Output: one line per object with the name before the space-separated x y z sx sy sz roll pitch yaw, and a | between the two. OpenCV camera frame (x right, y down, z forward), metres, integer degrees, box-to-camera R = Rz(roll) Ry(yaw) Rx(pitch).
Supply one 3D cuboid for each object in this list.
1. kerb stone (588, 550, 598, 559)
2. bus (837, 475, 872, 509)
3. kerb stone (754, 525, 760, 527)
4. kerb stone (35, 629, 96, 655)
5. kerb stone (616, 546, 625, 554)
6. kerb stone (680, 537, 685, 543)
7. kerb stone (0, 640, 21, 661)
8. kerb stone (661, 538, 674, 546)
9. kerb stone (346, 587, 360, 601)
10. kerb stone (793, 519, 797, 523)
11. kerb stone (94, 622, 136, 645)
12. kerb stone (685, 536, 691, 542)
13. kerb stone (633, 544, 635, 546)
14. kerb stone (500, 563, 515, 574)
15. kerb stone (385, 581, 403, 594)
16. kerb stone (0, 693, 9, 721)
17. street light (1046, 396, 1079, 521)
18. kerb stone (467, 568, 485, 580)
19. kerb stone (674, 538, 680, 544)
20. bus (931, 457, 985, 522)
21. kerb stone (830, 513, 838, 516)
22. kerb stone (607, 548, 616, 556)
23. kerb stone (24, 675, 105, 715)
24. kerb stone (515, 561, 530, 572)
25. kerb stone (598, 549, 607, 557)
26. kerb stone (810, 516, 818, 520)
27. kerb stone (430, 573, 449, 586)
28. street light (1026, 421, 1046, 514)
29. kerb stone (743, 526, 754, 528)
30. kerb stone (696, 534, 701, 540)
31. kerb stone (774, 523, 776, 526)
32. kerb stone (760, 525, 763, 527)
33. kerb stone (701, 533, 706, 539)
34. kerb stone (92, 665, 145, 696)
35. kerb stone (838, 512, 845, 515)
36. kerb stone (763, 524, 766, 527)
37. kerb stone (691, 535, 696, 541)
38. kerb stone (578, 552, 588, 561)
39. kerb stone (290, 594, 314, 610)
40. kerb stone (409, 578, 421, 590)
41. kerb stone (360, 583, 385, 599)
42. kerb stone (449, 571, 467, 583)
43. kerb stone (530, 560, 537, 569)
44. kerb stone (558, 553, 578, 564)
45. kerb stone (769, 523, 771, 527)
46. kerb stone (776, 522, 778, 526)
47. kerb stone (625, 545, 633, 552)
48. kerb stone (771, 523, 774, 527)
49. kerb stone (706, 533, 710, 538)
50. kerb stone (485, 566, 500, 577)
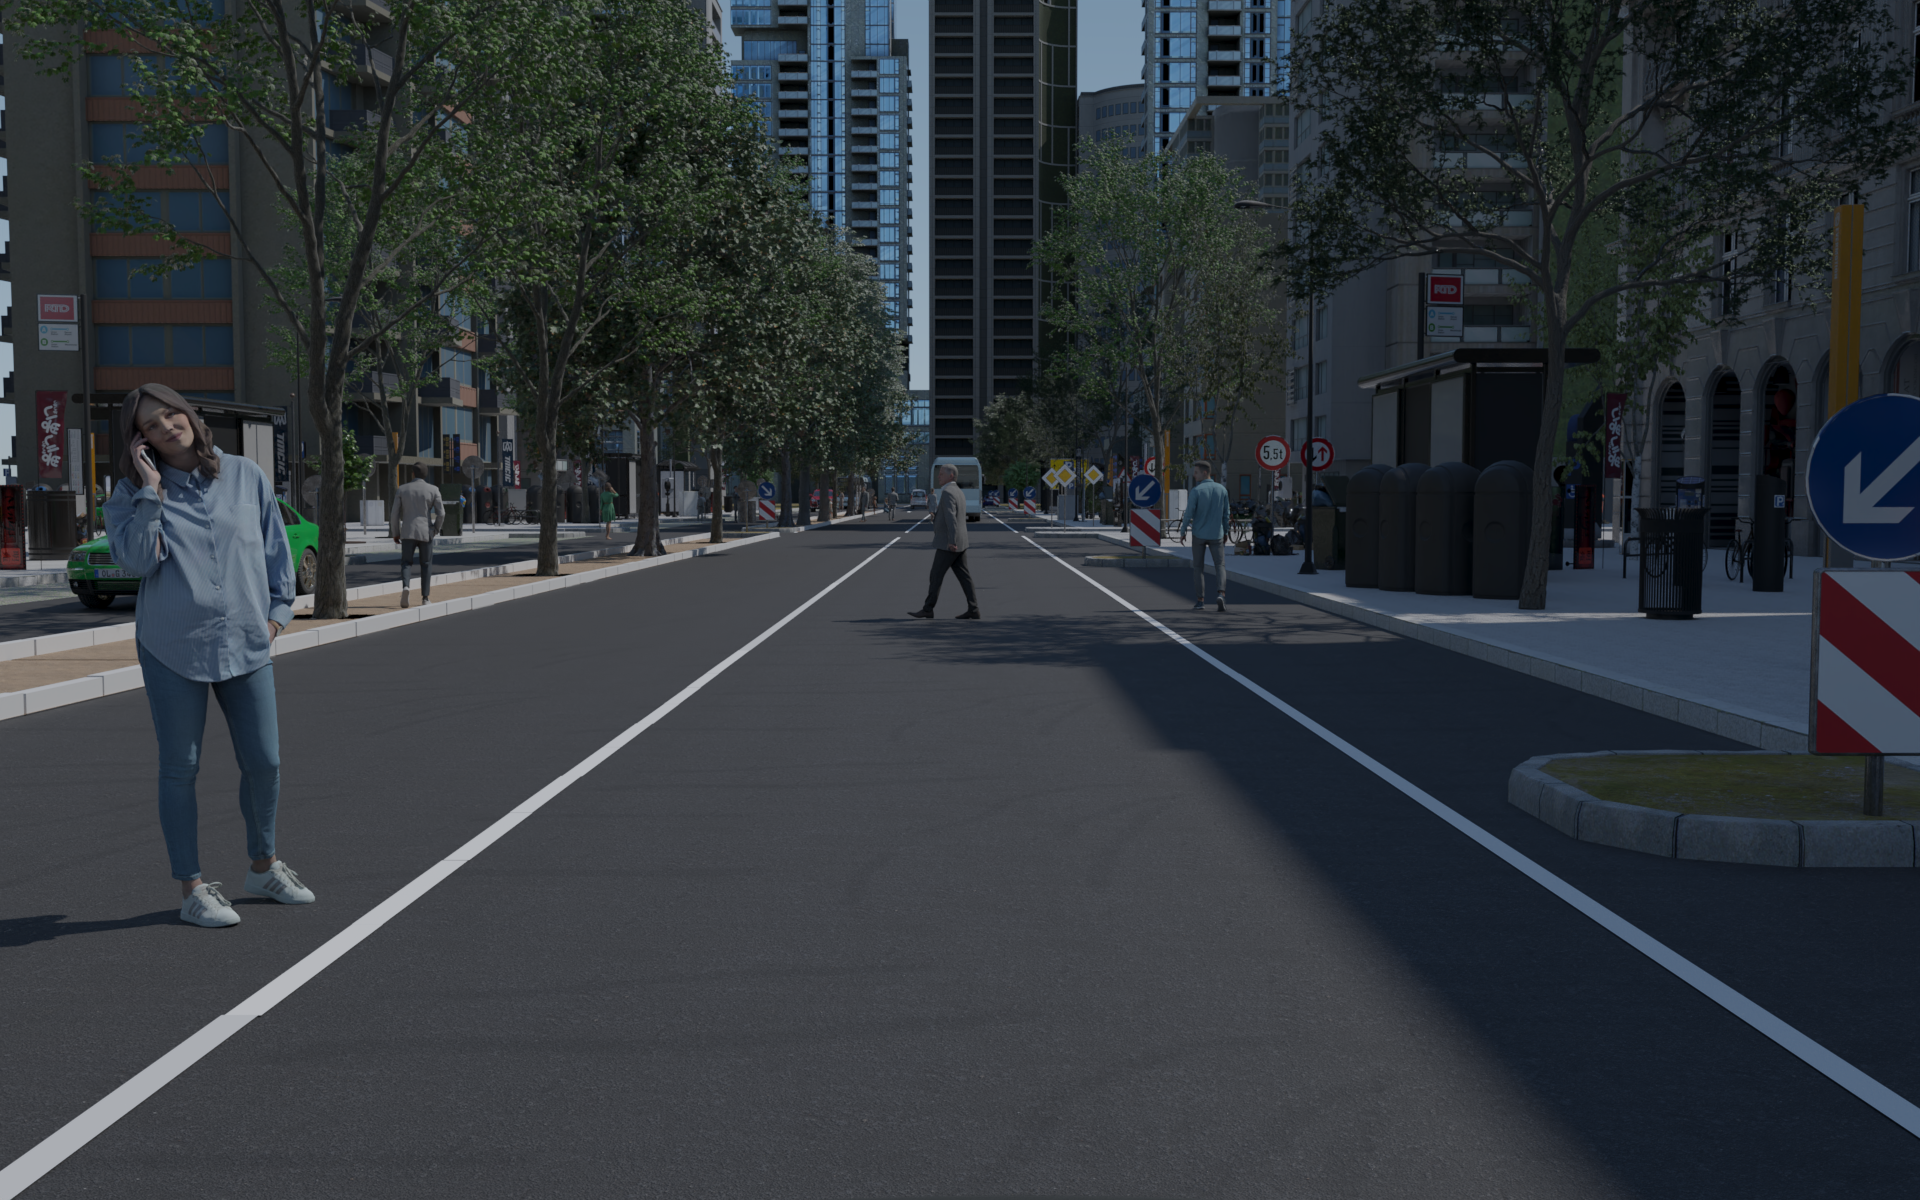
kerb stone | -8.233 -0.983 38.324 0.120 0.150 1.000 0 3 0
bus | -10.028 -10.363 164.293 2.948 3.499 13.247 0 4 0
kerb stone | -8.251 -2.902 69.648 0.120 0.150 1.000 0 3 0
kerb stone | -8.207 0.392 15.778 0.120 0.150 1.000 0 3 0
kerb stone | -8.235 -1.170 41.391 0.120 0.150 1.000 0 3 0
kerb stone | -8.246 -1.738 50.613 0.120 0.150 1.000 0 3 0
kerb stone | -8.215 0.455 14.757 0.120 0.150 1.000 0 3 0
kerb stone | -8.240 -1.613 48.563 0.120 0.150 1.000 0 3 0
kerb stone | -8.217 -0.046 22.942 0.120 0.150 1.000 0 3 0
kerb stone | -8.272 -4.031 88.100 0.120 0.150 1.000 0 3 0
kerb stone | -8.211 0.331 16.800 0.120 0.150 1.000 0 3 0
kerb stone | -8.245 -1.796 51.639 0.120 0.150 1.000 0 3 0
kerb stone | -8.230 -1.299 43.436 0.120 0.150 1.000 0 3 0
kerb stone | -8.228 -0.540 31.137 0.120 0.150 1.000 0 3 0
kerb stone | -8.215 -0.171 24.986 0.120 0.150 1.000 0 3 0
kerb stone | -6.106 0.704 10.684 0.120 0.150 1.000 0 3 0
street light | 4.920 -6.645 81.192 1.470 5.913 1.316 0 3 0
kerb stone | -8.223 -0.417 29.078 0.120 0.150 1.000 0 3 0
kerb stone | -8.242 -1.675 49.591 0.120 0.150 1.000 0 3 0
bus | -0.107 -6.039 93.605 2.948 3.499 13.247 0 4 1
kerb stone | -8.290 -5.598 113.715 0.120 0.150 1.000 0 3 0
kerb stone | -8.235 -1.112 40.369 0.120 0.150 1.000 0 3 0
kerb stone | -6.110 0.651 11.722 0.120 0.150 1.000 0 3 0
kerb stone | -8.225 -0.609 32.159 0.120 0.150 1.000 0 3 0
kerb stone | -8.235 -1.049 39.346 0.120 0.150 1.000 0 3 0
kerb stone | -8.279 -4.657 98.343 0.120 0.150 1.000 0 3 0
kerb stone | -8.226 -0.296 27.033 0.120 0.150 1.000 0 3 0
street light | 4.954 -8.424 110.273 1.470 5.913 1.316 0 3 0
kerb stone | -8.253 -2.777 67.598 0.120 0.150 1.000 0 3 0
kerb stone | -8.244 -1.927 53.698 0.120 0.150 1.000 0 3 0
kerb stone | -8.266 -3.278 75.796 0.120 0.150 1.000 0 3 0
kerb stone | -8.261 -2.965 70.670 0.120 0.150 1.000 0 3 0
kerb stone | -8.251 -1.986 54.728 0.120 0.150 1.000 0 3 0
kerb stone | -6.111 0.578 12.743 0.120 0.150 1.000 0 3 0
kerb stone | -8.304 -6.036 120.883 0.120 0.150 1.000 0 3 0
kerb stone | -8.262 -3.025 71.701 0.120 0.150 1.000 0 3 0
kerb stone | -8.245 -1.864 52.674 0.120 0.150 1.000 0 3 0
kerb stone | -8.226 -0.924 37.302 0.120 0.150 1.000 0 3 0
kerb stone | -8.231 0.017 21.920 0.120 0.150 1.000 0 3 0
kerb stone | -8.215 -0.233 26.012 0.120 0.150 1.000 0 3 0
kerb stone | -8.213 -0.108 23.964 0.120 0.150 1.000 0 3 0
kerb stone | -8.224 -0.355 28.056 0.120 0.150 1.000 0 3 0
kerb stone | -8.232 -0.673 33.193 0.120 0.150 1.000 0 3 0
kerb stone | -8.230 -0.854 36.276 0.120 0.150 1.000 0 3 0
kerb stone | -8.263 -3.153 73.745 0.120 0.150 1.000 0 3 0
kerb stone | -8.256 -3.341 76.818 0.120 0.150 1.000 0 3 0
kerb stone | -8.235 -1.237 42.413 0.120 0.150 1.000 0 3 0
kerb stone | -8.254 -3.215 74.774 0.120 0.150 1.000 0 3 0
kerb stone | -8.252 -2.053 55.763 0.120 0.150 1.000 0 3 0
kerb stone | -8.230 -0.481 30.099 0.120 0.150 1.000 0 3 0
